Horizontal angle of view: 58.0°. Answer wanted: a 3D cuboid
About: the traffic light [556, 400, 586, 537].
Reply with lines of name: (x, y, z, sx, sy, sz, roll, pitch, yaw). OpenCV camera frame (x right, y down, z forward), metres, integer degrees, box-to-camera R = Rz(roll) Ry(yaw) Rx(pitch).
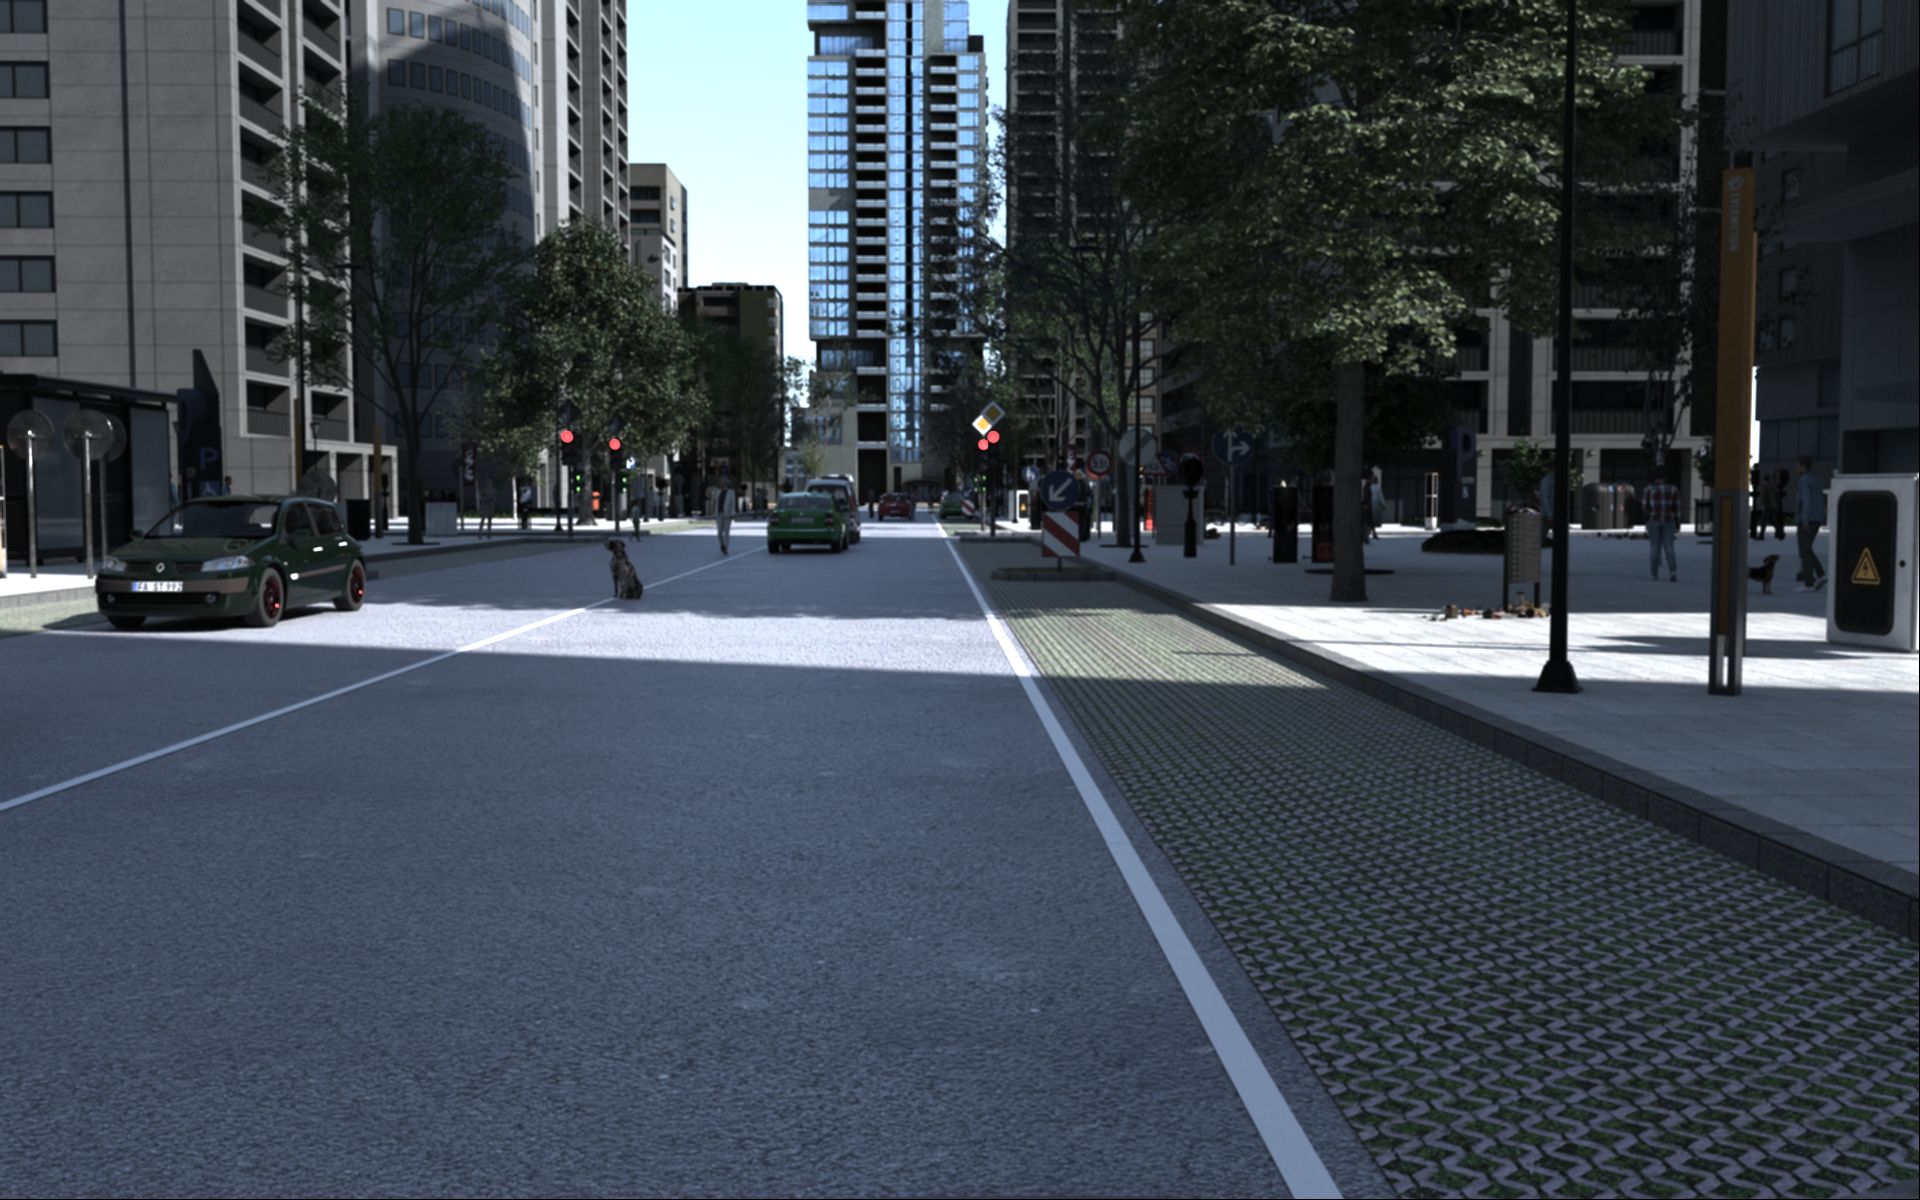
traffic light: (-11.593, -3.828, 51.504, 0.839, 4.253, 0.868, 0, 4, -1)

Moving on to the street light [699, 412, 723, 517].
street light: (-14.089, -7.682, 98.143, 1.470, 5.913, 1.316, 0, 4, -1)

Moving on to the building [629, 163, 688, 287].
building: (-49.596, -37.739, 240.739, 21.600, 48.544, 21.300, 0, 4, -1)

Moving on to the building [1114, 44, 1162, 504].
building: (21.170, -29.174, 160.591, 14.154, 41.232, 14.086, 0, 4, -1)

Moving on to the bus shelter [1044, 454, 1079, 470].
bus shelter: (6.192, -6.989, 105.550, 1.731, 3.624, 6.357, 0, 4, -1)

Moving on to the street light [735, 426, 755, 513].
street light: (-14.578, -8.868, 117.540, 1.470, 5.913, 1.316, 0, 4, -1)

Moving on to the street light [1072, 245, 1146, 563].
street light: (2.791, -3.662, 32.423, 1.470, 5.913, 1.316, 0, 4, -1)

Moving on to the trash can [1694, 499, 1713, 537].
trash can: (22.623, -2.500, 52.523, 0.748, 1.137, 0.748, 0, 3, 0)

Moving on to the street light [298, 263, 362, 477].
street light: (-12.717, -3.816, 34.935, 1.470, 5.913, 1.316, 0, 4, -1)

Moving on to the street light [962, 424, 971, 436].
street light: (1.082, -8.694, 114.691, 1.470, 5.913, 1.316, 0, 4, -1)

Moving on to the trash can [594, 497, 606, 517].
trash can: (-19.277, -4.952, 92.616, 0.748, 1.137, 0.748, 0, 3, 0)

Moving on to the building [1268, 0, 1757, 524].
building: (27.068, -39.344, 81.526, 20.611, 71.187, 20.563, 0, 4, -1)

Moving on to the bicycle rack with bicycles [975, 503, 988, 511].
bicycle rack with bicycles: (2.330, -7.200, 131.097, 2.925, 0.926, 2.852, -1, 4, -19)

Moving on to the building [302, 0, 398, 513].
building: (-40.312, -43.151, 143.768, 20.563, 71.187, 20.611, 0, 4, -1)

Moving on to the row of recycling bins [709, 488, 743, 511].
row of recycling bins: (-17.302, -7.358, 127.411, 1.069, 1.692, 3.534, 3, 4, 37)

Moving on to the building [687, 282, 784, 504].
building: (-31.687, -28.584, 239.048, 14.107, 30.474, 14.160, 0, 4, -1)

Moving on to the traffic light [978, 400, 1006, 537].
traffic light: (0.965, -3.846, 51.803, 0.839, 4.253, 0.868, 0, 4, -1)

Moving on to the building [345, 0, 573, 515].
building: (-39.418, -35.041, 114.924, 21.231, 58.520, 28.212, 0, 4, -1)

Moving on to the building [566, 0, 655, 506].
building: (-40.373, -44.455, 165.095, 20.563, 71.187, 20.611, 0, 4, -1)

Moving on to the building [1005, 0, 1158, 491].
building: (17.017, -49.159, 241.995, 20.611, 71.187, 20.563, 0, 4, -1)

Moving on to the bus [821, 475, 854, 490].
bus: (-11.215, -10.005, 158.443, 2.948, 3.499, 13.247, 0, 4, -2)

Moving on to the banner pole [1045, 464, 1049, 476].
banner pole: (5.736, -7.408, 111.131, 0.863, 3.779, 0.401, 3, 5, 43)

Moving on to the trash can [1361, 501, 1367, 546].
trash can: (7.773, -1.413, 34.749, 0.748, 1.137, 0.748, 0, 3, 0)

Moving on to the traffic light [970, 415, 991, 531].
traffic light: (0.784, -4.334, 59.786, 0.839, 4.253, 0.868, 0, 4, -1)

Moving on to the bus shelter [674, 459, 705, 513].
bus shelter: (-18.667, -7.844, 119.535, 1.731, 3.624, 6.357, 0, 4, -1)

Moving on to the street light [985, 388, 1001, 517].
street light: (1.896, -6.321, 75.893, 1.470, 5.913, 1.316, 0, 4, -1)

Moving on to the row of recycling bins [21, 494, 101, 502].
row of recycling bins: (-25.585, -2.594, 49.519, 3.534, 1.692, 1.069, 2, 4, 30)

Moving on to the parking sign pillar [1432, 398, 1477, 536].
parking sign pillar: (14.215, -3.721, 49.310, 1.447, 3.967, 1.447, -3, 5, -45)

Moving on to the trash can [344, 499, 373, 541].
trash can: (-16.587, -2.209, 47.774, 0.748, 1.137, 0.748, 0, 3, 0)

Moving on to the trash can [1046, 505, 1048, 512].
trash can: (4.582, -4.645, 87.606, 0.748, 1.137, 0.748, 0, 3, 0)

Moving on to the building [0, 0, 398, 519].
building: (-38.992, -39.384, 82.188, 20.563, 71.187, 20.611, 0, 4, -1)

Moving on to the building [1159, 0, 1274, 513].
building: (26.495, -30.605, 124.092, 21.300, 48.544, 21.600, 0, 4, -1)

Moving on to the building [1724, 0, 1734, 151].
building: (30.115, -26.564, 23.560, 28.713, 52.752, 27.495, 0, 4, -1)

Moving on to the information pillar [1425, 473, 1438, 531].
information pillar: (16.566, -3.450, 60.901, 0.304, 2.012, 0.304, 3, 5, 44)

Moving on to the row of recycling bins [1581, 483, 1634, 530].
row of recycling bins: (23.518, -3.415, 62.945, 1.069, 1.692, 3.534, 3, 5, 41)

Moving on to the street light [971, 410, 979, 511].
street light: (1.522, -7.508, 95.293, 1.470, 5.913, 1.316, 0, 4, -1)

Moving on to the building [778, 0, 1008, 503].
building: (-9.194, -56.827, 241.791, 31.000, 86.520, 22.319, 0, 4, -1)

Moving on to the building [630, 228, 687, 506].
building: (-38.332, -25.555, 189.527, 14.107, 30.474, 14.160, 0, 4, -1)

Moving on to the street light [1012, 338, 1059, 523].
street light: (2.393, -4.849, 51.822, 1.470, 5.913, 1.316, 0, 4, -1)

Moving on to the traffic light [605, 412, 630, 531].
traffic light: (-11.774, -4.316, 59.487, 0.839, 4.253, 0.868, 0, 4, -1)

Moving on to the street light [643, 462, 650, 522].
street light: (-13.759, -6.495, 78.742, 1.470, 5.913, 1.316, 0, 4, -1)

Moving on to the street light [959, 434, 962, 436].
street light: (0.642, -9.891, 134.261, 1.470, 5.913, 1.316, 0, 4, -1)

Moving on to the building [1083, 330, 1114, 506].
building: (28.212, -20.702, 183.512, 27.650, 21.520, 28.899, 0, 4, -1)

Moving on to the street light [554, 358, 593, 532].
street light: (-13.252, -5.309, 59.345, 1.470, 5.913, 1.316, 0, 4, -1)

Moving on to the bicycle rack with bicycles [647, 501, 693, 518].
bicycle rack with bicycles: (-16.067, -4.993, 95.019, 2.852, 0.926, 2.925, -1, 4, -22)

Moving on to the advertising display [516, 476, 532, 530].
advertising display: (-15.644, -3.485, 62.194, 0.123, 1.923, 0.974, 1, 4, 13)

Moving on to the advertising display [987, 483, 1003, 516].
advertising display: (1.994, -5.795, 99.970, 0.974, 1.923, 0.123, 2, 4, 28)

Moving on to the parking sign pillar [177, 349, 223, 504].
parking sign pillar: (-13.931, -2.647, 31.754, 1.447, 3.967, 1.447, -3, 4, -36)

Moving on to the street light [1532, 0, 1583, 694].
street light: (3.358, -2.359, 11.117, 1.470, 5.913, 1.316, 0, 4, -1)

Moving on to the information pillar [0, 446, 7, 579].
information pillar: (-14.651, -1.328, 26.203, 0.304, 2.012, 0.304, -1, 4, -16)
